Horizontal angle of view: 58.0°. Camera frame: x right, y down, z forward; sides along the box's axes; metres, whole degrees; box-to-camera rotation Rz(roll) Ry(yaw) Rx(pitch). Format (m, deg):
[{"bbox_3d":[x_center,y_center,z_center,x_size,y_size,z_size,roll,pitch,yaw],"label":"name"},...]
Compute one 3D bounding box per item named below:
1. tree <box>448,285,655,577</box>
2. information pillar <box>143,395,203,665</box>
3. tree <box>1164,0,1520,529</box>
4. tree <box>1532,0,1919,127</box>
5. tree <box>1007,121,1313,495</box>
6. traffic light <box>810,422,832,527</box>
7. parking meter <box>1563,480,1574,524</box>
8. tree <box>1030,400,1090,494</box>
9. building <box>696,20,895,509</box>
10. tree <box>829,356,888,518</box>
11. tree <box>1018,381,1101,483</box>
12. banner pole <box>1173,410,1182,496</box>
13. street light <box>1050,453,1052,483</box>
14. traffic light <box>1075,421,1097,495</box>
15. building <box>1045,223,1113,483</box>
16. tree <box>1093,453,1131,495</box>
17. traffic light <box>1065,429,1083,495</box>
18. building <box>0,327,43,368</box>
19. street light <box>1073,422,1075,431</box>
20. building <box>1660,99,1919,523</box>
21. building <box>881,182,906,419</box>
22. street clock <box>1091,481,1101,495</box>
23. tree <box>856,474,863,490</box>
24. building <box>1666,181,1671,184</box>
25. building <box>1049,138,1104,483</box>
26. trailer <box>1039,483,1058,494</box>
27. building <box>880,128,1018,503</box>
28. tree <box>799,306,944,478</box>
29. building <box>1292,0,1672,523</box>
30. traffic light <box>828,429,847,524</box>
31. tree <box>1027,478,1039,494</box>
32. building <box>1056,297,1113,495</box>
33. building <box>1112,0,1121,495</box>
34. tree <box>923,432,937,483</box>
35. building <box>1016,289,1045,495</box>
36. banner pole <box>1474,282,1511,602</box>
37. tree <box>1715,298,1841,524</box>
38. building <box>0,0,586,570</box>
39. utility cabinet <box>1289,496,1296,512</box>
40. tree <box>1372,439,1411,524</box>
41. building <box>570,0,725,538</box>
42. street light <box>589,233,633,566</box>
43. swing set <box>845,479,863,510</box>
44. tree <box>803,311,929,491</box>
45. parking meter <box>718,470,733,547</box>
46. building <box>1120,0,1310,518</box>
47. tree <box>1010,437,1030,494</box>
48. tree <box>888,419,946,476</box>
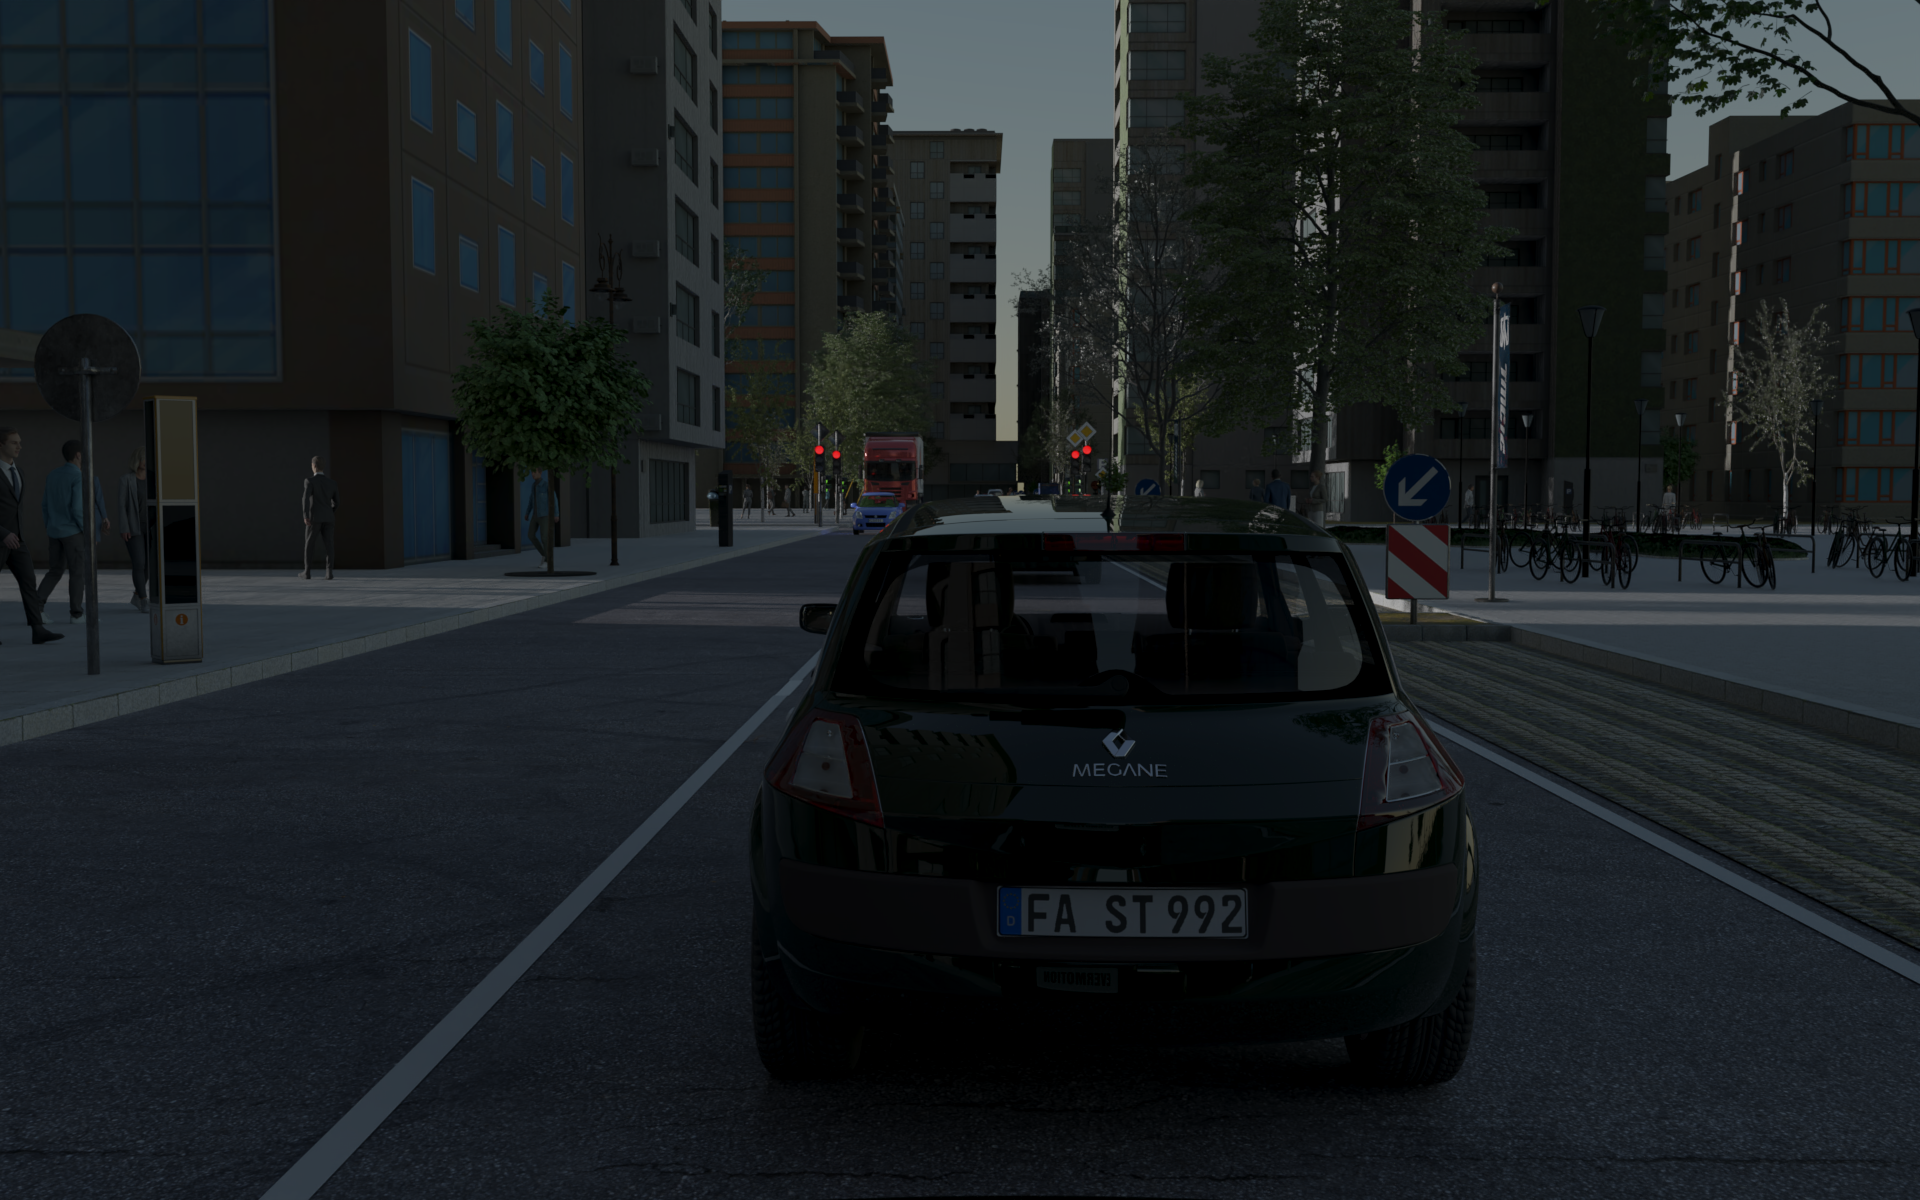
[{"bbox_3d":[-6.477,-2.664,27.276,4.285,4.588,4.351,0,3,0],"label":"tree"},{"bbox_3d":[-5.960,-0.528,13.122,0.304,2.012,0.304,-3,5,-40],"label":"information pillar"},{"bbox_3d":[7.898,-7.219,36.157,7.486,12.596,7.792,0,3,0],"label":"tree"},{"bbox_3d":[6.850,-5.165,10.204,9.928,11.665,9.643,0,3,0],"label":"tree"},{"bbox_3d":[6.730,-9.042,58.209,12.009,13.543,11.850,0,3,0],"label":"tree"},{"bbox_3d":[-5.394,-4.777,67.019,0.839,4.253,0.868,0,4,1],"label":"traffic light"},{"bbox_3d":[26.074,-4.189,74.207,0.399,1.863,0.255,1,4,12],"label":"parking meter"},{"bbox_3d":[7.907,-11.181,133.178,4.360,8.622,3.978,0,3,0],"label":"tree"},{"bbox_3d":[-17.614,-31.172,164.282,22.147,44.769,28.867,0,4,1],"label":"building"},{"bbox_3d":[-6.123,-8.620,91.293,4.737,8.622,4.395,0,3,0],"label":"tree"},{"bbox_3d":[8.147,-12.728,142.517,7.601,10.594,8.767,1,4,9],"label":"tree"},{"bbox_3d":[6.450,-3.754,51.393,0.401,3.779,0.863,1,4,23],"label":"banner pole"},{"bbox_3d":[7.915,-10.806,149.466,0.468,5.910,1.993,0,4,1],"label":"street light"},{"bbox_3d":[4.867,-4.771,66.922,0.839,4.253,0.868,0,4,1],"label":"traffic light"},{"bbox_3d":[16.873,-25.460,187.975,14.160,30.474,14.107,0,4,1],"label":"building"},{"bbox_3d":[7.259,-5.283,80.986,1.663,3.219,1.824,0,3,0],"label":"tree"},{"bbox_3d":[4.955,-5.259,74.906,0.839,4.253,0.868,0,4,1],"label":"traffic light"},{"bbox_3d":[-24.069,-25.479,5.824,28.713,52.752,27.495,0,4,1],"label":"building"},{"bbox_3d":[7.348,-8.473,111.328,0.468,5.910,1.993,0,4,1],"label":"street light"},{"bbox_3d":[53.631,-14.970,89.802,28.899,21.520,27.650,0,4,1],"label":"building"},{"bbox_3d":[-18.679,-31.559,207.869,23.993,40.220,32.217,0,4,1],"label":"building"},{"bbox_3d":[7.260,-5.401,92.871,0.471,2.002,0.358,1,4,17],"label":"street clock"},{"bbox_3d":[-6.342,-8.829,128.064,4.285,4.588,4.351,0,3,0],"label":"tree"},{"bbox_3d":[70.099,-31.511,207.093,23.993,40.220,32.217,0,4,1],"label":"building"},{"bbox_3d":[17.559,-31.710,202.055,14.154,41.232,14.086,0,4,1],"label":"building"},{"bbox_3d":[4.661,-5.184,91.812,1.471,1.999,3.904,0,4,1],"label":"trailer"},{"bbox_3d":[-5.622,-40.360,249.130,27.495,52.752,28.713,0,4,1],"label":"building"},{"bbox_3d":[-6.131,-12.940,118.217,9.857,13.997,8.962,0,3,0],"label":"tree"},{"bbox_3d":[24.046,-18.993,82.238,14.107,30.474,14.160,0,4,1],"label":"building"},{"bbox_3d":[-5.306,-5.265,75.003,0.839,4.253,0.868,0,4,1],"label":"traffic light"},{"bbox_3d":[8.786,-13.089,208.608,1.663,3.219,1.824,0,3,0],"label":"tree"},{"bbox_3d":[23.672,-19.651,166.333,27.650,21.520,28.899,0,4,1],"label":"building"},{"bbox_3d":[22.688,-30.760,126.632,21.300,48.544,21.600,0,4,1],"label":"building"},{"bbox_3d":[-4.615,-15.677,206.680,4.737,8.622,4.395,0,3,0],"label":"tree"},{"bbox_3d":[15.104,-28.817,242.862,14.107,30.474,14.160,0,4,1],"label":"building"},{"bbox_3d":[6.339,-1.856,20.361,0.401,3.779,0.863,0,4,4],"label":"banner pole"},{"bbox_3d":[30.472,-6.953,64.047,4.360,8.622,3.978,0,3,0],"label":"tree"},{"bbox_3d":[-16.236,-23.526,34.760,14.600,45.320,14.200,0,4,1],"label":"building"},{"bbox_3d":[12.611,-3.446,67.510,1.020,1.237,0.306,-2,4,-33],"label":"utility cabinet"},{"bbox_3d":[15.253,-4.015,60.240,1.663,3.219,1.824,0,3,0],"label":"tree"},{"bbox_3d":[-15.179,-17.397,56.140,14.107,30.474,14.160,0,4,1],"label":"building"},{"bbox_3d":[-6.204,-3.556,30.925,0.468,5.910,1.993,0,4,1],"label":"street light"},{"bbox_3d":[-7.601,-8.550,137.415,2.862,2.851,3.119,1,4,20],"label":"swing set"},{"bbox_3d":[-5.775,-11.557,107.079,7.486,12.596,7.792,0,3,0],"label":"tree"},{"bbox_3d":[-5.704,-2.228,42.138,0.255,1.863,0.399,1,4,13],"label":"parking meter"},{"bbox_3d":[16.153,-25.494,100.414,14.154,41.232,14.086,0,4,1],"label":"building"},{"bbox_3d":[8.331,-16.183,214.949,4.360,8.622,3.978,0,3,0],"label":"tree"},{"bbox_3d":[-5.637,-15.462,187.222,8.767,10.594,7.601,-1,4,-9],"label":"tree"}]
